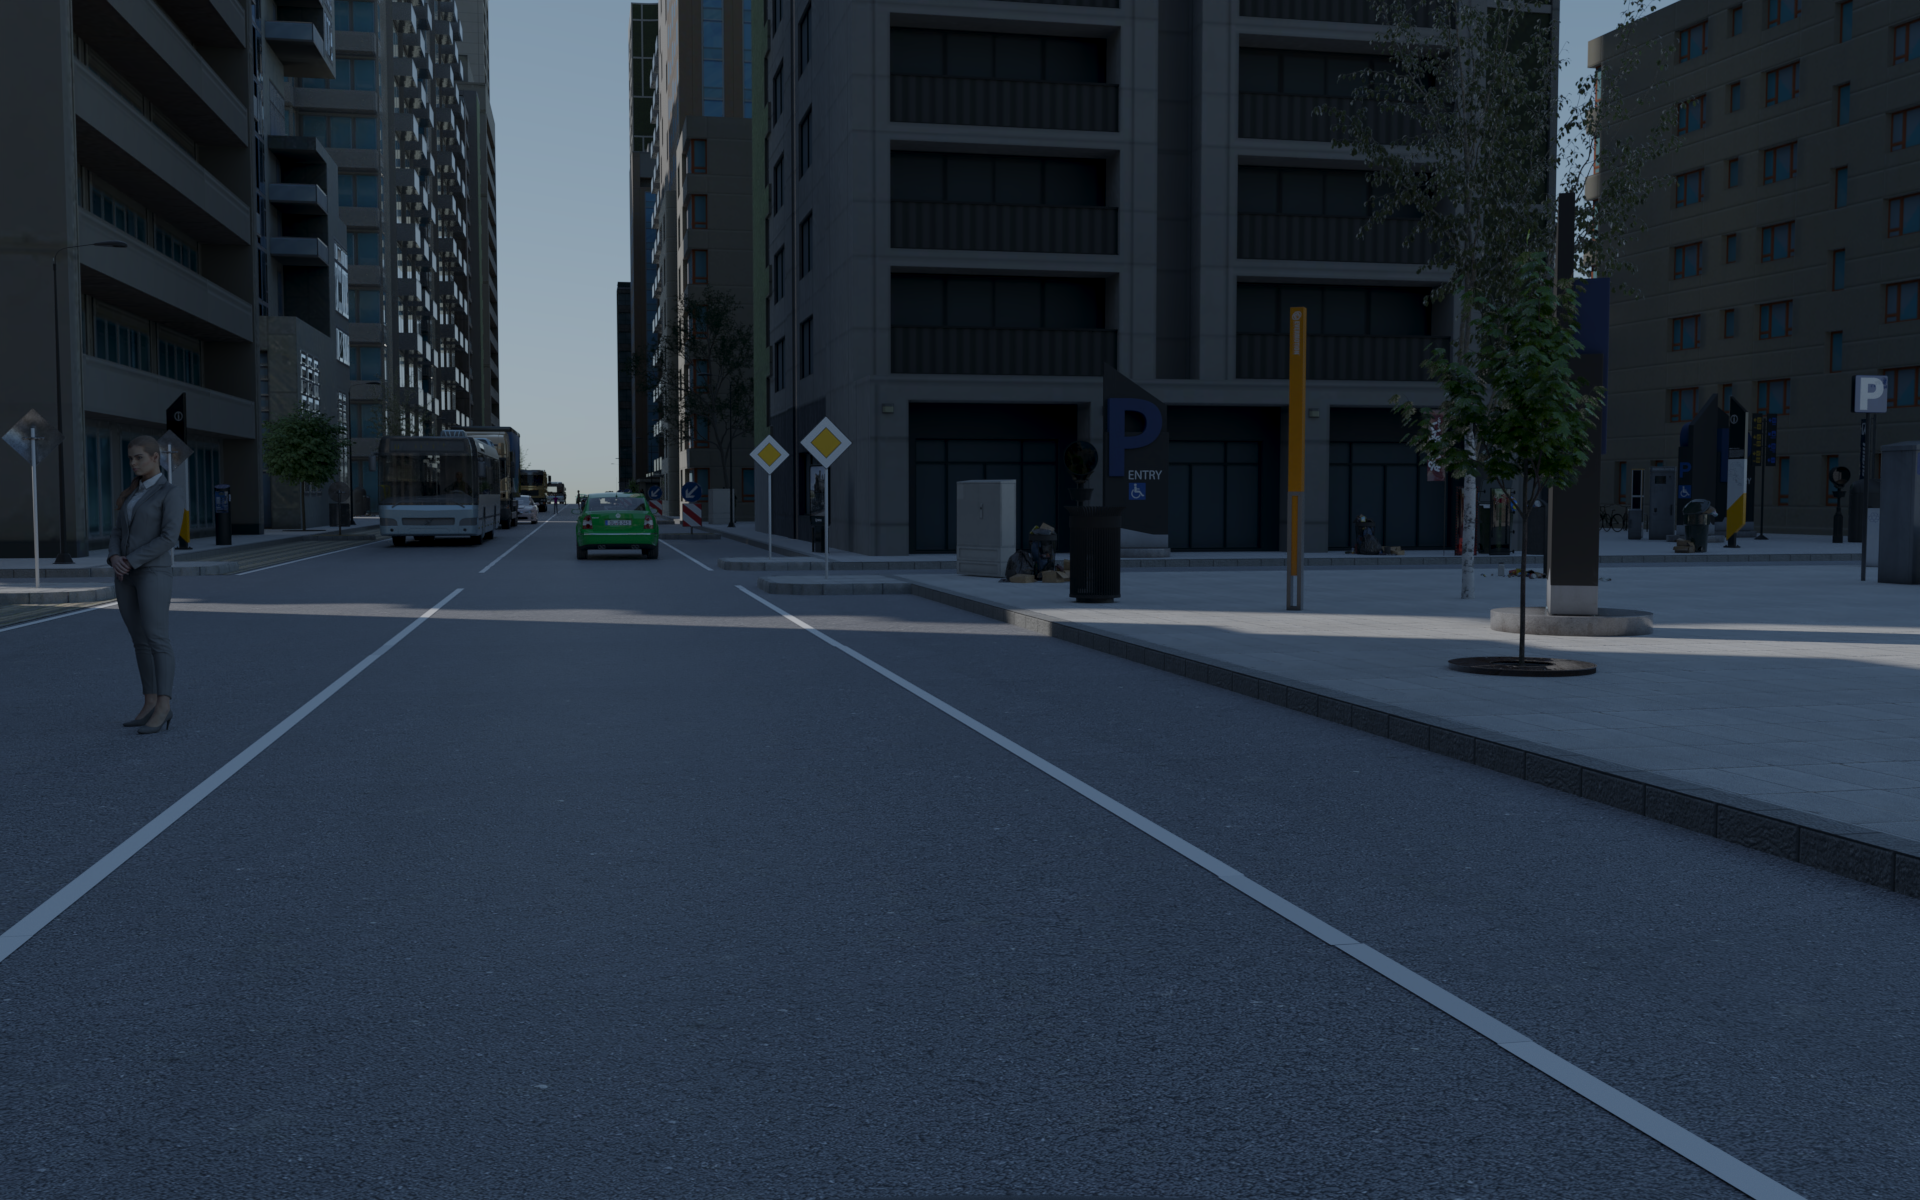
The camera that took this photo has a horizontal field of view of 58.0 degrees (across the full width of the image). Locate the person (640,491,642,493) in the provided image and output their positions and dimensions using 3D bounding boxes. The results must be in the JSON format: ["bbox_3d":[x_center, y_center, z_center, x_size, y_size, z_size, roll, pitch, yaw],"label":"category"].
[{"bbox_3d":[-31.515,-10.109,172.038,0.721,1.735,1.217,-2,4,-28],"label":"person"}]

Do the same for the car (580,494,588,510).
[{"bbox_3d":[-34.155,-9.064,160.202,2.014,1.417,4.499,-1,4,-11],"label":"car"}]

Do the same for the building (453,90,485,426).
[{"bbox_3d":[-54.243,-29.697,169.140,14.154,41.232,14.086,-1,4,-12],"label":"building"}]

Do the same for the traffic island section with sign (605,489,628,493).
[{"bbox_3d":[-31.085,-9.123,157.790,1.989,1.847,2.006,-1,4,-12],"label":"traffic island section with sign"}]

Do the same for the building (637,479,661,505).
[{"bbox_3d":[-21.959,-31.392,205.140,32.217,40.220,23.993,-1,4,-12],"label":"building"}]

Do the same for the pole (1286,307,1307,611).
[{"bbox_3d":[3.698,-1.540,19.027,0.158,3.312,0.155,0,3,0],"label":"pole"}]

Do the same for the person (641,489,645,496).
[{"bbox_3d":[-31.270,-10.049,170.362,0.705,1.822,1.348,1,4,11],"label":"person"}]

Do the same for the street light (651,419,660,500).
[{"bbox_3d":[-18.324,-8.250,107.420,1.470,5.913,1.316,-1,4,-12],"label":"street light"}]

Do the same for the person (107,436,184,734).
[{"bbox_3d":[-5.019,-0.109,10.564,0.520,1.790,0.573,1,4,9],"label":"person"}]

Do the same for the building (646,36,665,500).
[{"bbox_3d":[-18.456,-33.601,168.980,23.786,49.044,30.456,-1,4,-12],"label":"building"}]

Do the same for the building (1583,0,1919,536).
[{"bbox_3d":[40.998,-12.908,56.086,28.899,21.520,27.650,-1,4,-12],"label":"building"}]

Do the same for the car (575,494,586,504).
[{"bbox_3d":[-55.973,-15.139,256.315,1.959,1.807,4.718,-1,4,-13],"label":"car"}]

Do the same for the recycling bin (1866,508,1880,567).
[{"bbox_3d":[16.374,-1.099,30.518,0.722,1.027,0.722,3,4,38],"label":"recycling bin"}]

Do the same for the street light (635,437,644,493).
[{"bbox_3d":[-25.846,-10.370,142.084,1.470,5.913,1.316,-1,4,-12],"label":"street light"}]

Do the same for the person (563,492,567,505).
[{"bbox_3d":[-52.176,-13.416,228.572,0.721,1.735,1.217,1,4,9],"label":"person"}]

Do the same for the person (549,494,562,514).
[{"bbox_3d":[-29.255,-6.948,125.325,0.991,1.433,0.599,-1,4,-13],"label":"person"}]

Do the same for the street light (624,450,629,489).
[{"bbox_3d":[-34.577,-12.801,181.838,1.470,5.913,1.316,-1,4,-12],"label":"street light"}]

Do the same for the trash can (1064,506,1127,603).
[{"bbox_3d":[1.601,-0.542,20.523,0.748,1.137,0.748,0,3,0],"label":"trash can"}]

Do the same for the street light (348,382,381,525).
[{"bbox_3d":[-24.609,-6.055,71.546,1.470,5.913,1.316,-1,4,-12],"label":"street light"}]

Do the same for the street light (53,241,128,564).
[{"bbox_3d":[-15.946,-3.623,31.777,1.470,5.913,1.316,-1,4,-12],"label":"street light"}]

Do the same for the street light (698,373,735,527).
[{"bbox_3d":[-9.355,-5.753,66.609,1.470,5.913,1.316,-1,4,-12],"label":"street light"}]

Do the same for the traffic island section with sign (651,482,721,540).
[{"bbox_3d":[-8.741,-2.863,55.444,1.989,1.847,2.006,-1,4,-12],"label":"traffic island section with sign"}]

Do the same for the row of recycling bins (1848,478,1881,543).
[{"bbox_3d":[24.900,-2.434,46.909,1.069,1.692,3.534,3,4,39],"label":"row of recycling bins"}]

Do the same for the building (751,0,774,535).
[{"bbox_3d":[-0.597,-23.131,61.786,14.154,41.232,14.086,-1,4,-12],"label":"building"}]

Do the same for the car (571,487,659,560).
[{"bbox_3d":[-7.836,-1.872,39.401,1.959,1.807,4.718,-1,4,-13],"label":"car"}]

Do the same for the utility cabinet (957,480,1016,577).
[{"bbox_3d":[0.391,-1.111,26.847,0.318,1.500,1.173,-2,4,-35],"label":"utility cabinet"}]

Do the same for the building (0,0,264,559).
[{"bbox_3d":[-30.341,-25.536,41.211,21.300,48.544,21.600,-1,4,-12],"label":"building"}]

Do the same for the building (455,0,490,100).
[{"bbox_3d":[-72.749,-48.914,237.994,20.563,71.187,20.611,-1,4,-12],"label":"building"}]

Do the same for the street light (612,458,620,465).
[{"bbox_3d":[-43.633,-15.320,223.024,1.470,5.913,1.316,-1,4,-12],"label":"street light"}]

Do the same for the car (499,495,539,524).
[{"bbox_3d":[-21.422,-4.372,83.848,2.083,1.381,4.827,-1,4,-13],"label":"car"}]

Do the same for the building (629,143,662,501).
[{"bbox_3d":[-35.009,-34.995,222.281,14.600,45.320,14.200,-1,4,-12],"label":"building"}]

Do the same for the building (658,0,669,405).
[{"bbox_3d":[-10.184,-33.729,140.707,28.713,52.752,27.495,-1,4,-12],"label":"building"}]

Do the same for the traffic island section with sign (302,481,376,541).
[{"bbox_3d":[-19.223,-2.756,53.691,1.989,1.847,2.006,-1,4,-12],"label":"traffic island section with sign"}]

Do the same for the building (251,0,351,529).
[{"bbox_3d":[-38.280,-46.526,73.365,22.319,86.520,31.000,-1,4,-12],"label":"building"}]

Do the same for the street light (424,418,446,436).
[{"bbox_3d":[-32.061,-8.147,105.746,1.470,5.913,1.316,-1,4,-12],"label":"street light"}]

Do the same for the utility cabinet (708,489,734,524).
[{"bbox_3d":[-10.079,-3.940,73.101,0.318,1.500,1.173,3,5,42],"label":"utility cabinet"}]

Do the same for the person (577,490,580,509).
[{"bbox_3d":[-36.782,-9.687,166.883,0.705,1.824,1.348,-1,4,-15],"label":"person"}]

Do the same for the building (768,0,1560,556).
[{"bbox_3d":[6.049,-37.151,45.672,20.611,71.187,20.563,-1,4,-12],"label":"building"}]

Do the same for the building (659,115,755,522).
[{"bbox_3d":[-2.032,-15.373,96.388,27.650,21.520,28.899,-1,4,-12],"label":"building"}]

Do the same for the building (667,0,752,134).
[{"bbox_3d":[-12.691,-28.684,119.091,14.600,45.320,14.200,-1,4,-12],"label":"building"}]

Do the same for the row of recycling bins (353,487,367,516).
[{"bbox_3d":[-36.341,-5.794,101.847,3.534,1.692,1.069,2,4,26],"label":"row of recycling bins"}]

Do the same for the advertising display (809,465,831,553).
[{"bbox_3d":[-3.060,-1.996,37.852,0.123,1.923,0.974,-2,4,-26],"label":"advertising display"}]

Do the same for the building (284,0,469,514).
[{"bbox_3d":[-53.785,-32.211,146.250,23.786,49.044,30.456,-1,4,-12],"label":"building"}]

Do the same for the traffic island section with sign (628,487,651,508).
[{"bbox_3d":[-14.636,-4.515,82.451,1.989,1.847,2.006,-1,4,-12],"label":"traffic island section with sign"}]

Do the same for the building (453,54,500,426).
[{"bbox_3d":[-63.195,-34.865,193.739,21.300,48.544,21.600,-1,4,-12],"label":"building"}]
